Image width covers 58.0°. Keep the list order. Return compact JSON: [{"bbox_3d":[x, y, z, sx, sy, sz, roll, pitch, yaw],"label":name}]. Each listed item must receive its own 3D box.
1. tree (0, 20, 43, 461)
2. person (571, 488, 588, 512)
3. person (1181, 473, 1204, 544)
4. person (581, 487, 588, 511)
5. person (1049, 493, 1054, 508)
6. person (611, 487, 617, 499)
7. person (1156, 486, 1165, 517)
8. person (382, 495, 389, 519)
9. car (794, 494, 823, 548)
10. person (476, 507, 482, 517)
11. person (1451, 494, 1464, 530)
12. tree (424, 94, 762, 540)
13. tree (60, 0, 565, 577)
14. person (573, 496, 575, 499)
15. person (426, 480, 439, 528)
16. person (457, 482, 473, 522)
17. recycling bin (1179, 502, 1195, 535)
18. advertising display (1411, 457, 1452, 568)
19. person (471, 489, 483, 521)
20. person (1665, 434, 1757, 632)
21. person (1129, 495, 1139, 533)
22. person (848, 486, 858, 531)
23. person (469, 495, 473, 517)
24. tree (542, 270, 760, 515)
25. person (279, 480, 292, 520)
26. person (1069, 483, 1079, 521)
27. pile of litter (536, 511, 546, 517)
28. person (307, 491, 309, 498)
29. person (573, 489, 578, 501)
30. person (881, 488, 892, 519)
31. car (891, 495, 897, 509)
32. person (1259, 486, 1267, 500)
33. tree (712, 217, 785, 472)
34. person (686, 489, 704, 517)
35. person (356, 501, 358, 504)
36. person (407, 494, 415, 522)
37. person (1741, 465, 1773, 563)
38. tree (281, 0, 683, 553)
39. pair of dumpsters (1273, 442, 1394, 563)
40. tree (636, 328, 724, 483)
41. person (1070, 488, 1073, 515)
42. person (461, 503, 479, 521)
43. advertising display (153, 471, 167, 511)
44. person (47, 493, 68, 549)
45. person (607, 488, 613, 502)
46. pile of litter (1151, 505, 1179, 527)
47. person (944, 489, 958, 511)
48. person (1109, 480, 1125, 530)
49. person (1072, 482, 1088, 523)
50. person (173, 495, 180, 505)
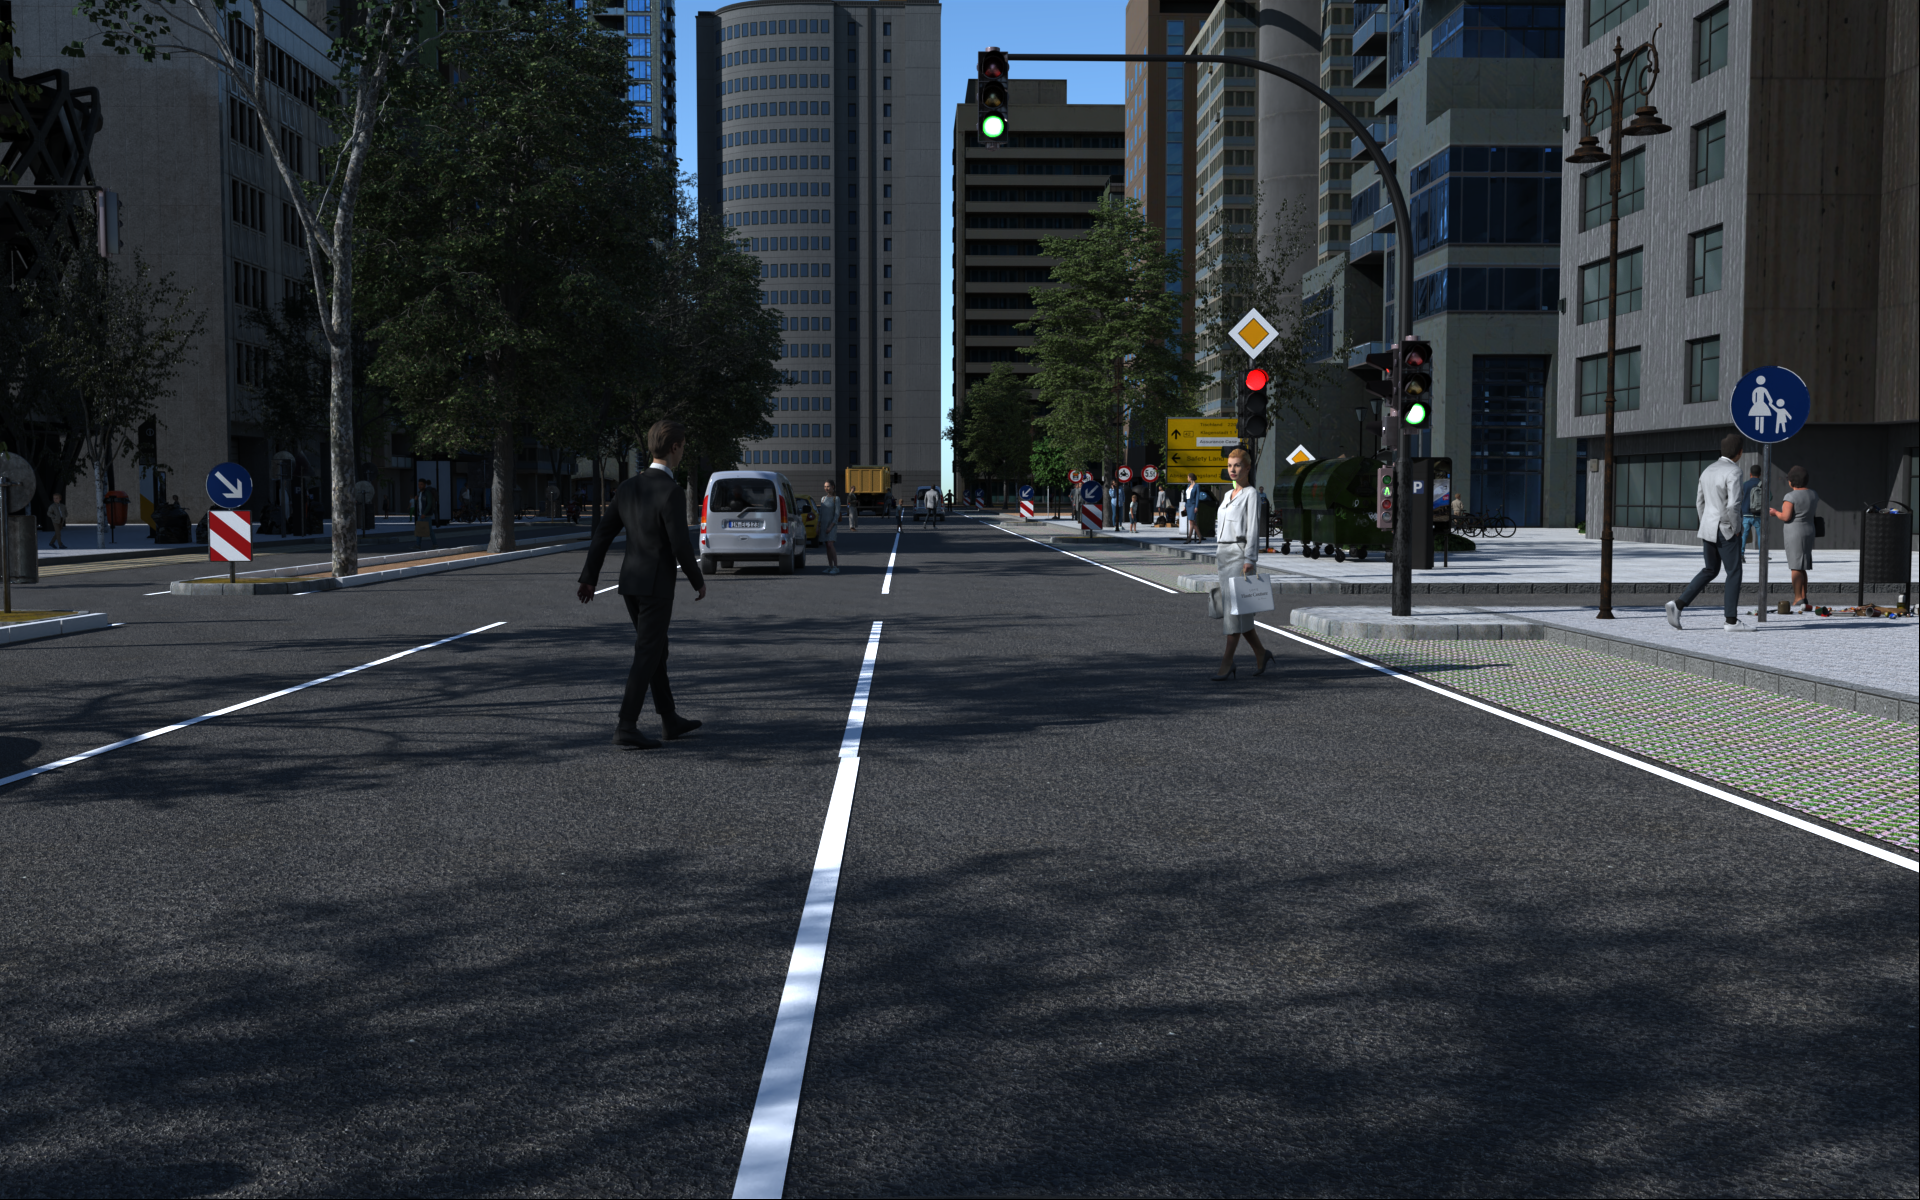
[{"bbox_3d":[-9.970,-3.803,15.004,4.737,8.622,4.395,0,3,0],"label":"tree"},{"bbox_3d":[-27.714,-7.298,126.090,1.217,1.736,0.721,-1,4,-10],"label":"person"},{"bbox_3d":[6.024,-2.356,44.581,0.654,1.822,0.581,-1,4,-14],"label":"person"},{"bbox_3d":[-27.679,-7.460,127.880,0.599,1.838,0.709,1,4,18],"label":"person"},{"bbox_3d":[8.449,-9.200,159.700,0.421,1.427,0.697,-2,4,-23],"label":"person"},{"bbox_3d":[-22.672,-6.536,113.715,0.445,1.727,0.742,0,4,3],"label":"person"},{"bbox_3d":[10.476,-5.101,90.194,0.466,1.731,0.760,1,4,13],"label":"person"},{"bbox_3d":[-29.468,-4.780,88.870,0.362,1.253,0.373,2,4,28],"label":"person"},{"bbox_3d":[-4.659,-2.289,47.655,2.015,1.641,3.980,0,4,-2],"label":"car"},{"bbox_3d":[-27.098,-5.323,97.324,0.590,1.304,0.306,3,5,41],"label":"person"},{"bbox_3d":[17.587,-3.116,61.269,0.475,1.303,0.640,1,4,20],"label":"person"},{"bbox_3d":[-11.230,-8.582,53.143,12.009,13.543,11.850,0,3,0],"label":"tree"},{"bbox_3d":[-11.886,-10.510,30.182,12.611,20.169,13.585,0,3,0],"label":"tree"},{"bbox_3d":[-31.328,-8.289,142.284,0.721,1.735,1.217,2,4,27],"label":"person"},{"bbox_3d":[-20.113,-3.657,65.794,0.622,1.834,0.822,-2,4,-27],"label":"person"},{"bbox_3d":[-22.874,-4.520,80.040,0.850,1.850,0.679,1,4,13],"label":"person"},{"bbox_3d":[7.449,-2.595,54.976,0.722,1.027,0.722,-3,5,-41],"label":"recycling bin"},{"bbox_3d":[8.083,-1.527,30.184,0.974,1.923,0.123,-1,4,-9],"label":"advertising display"},{"bbox_3d":[-23.535,-4.791,84.180,0.447,1.846,0.655,3,5,44],"label":"person"},{"bbox_3d":[7.054,-0.630,16.187,0.795,1.843,0.661,0,4,-5],"label":"person"},{"bbox_3d":[5.720,-2.822,56.874,0.332,1.250,0.352,-1,4,-14],"label":"person"},{"bbox_3d":[-4.090,-3.522,66.641,0.362,1.759,0.519,1,4,18],"label":"person"},{"bbox_3d":[-26.816,-5.307,95.405,0.503,1.515,0.523,-1,4,-9],"label":"person"},{"bbox_3d":[-11.636,-7.839,65.032,8.767,10.594,7.601,0,4,-2],"label":"tree"},{"bbox_3d":[-26.406,-3.769,67.550,0.818,1.842,0.514,-2,4,-24],"label":"person"},{"bbox_3d":[5.644,-4.768,84.092,0.635,1.810,0.391,-2,4,-24],"label":"person"},{"bbox_3d":[-23.512,-5.145,98.088,1.176,0.858,1.719,0,4,-2],"label":"pile of litter"},{"bbox_3d":[-23.759,-3.446,63.064,0.598,1.740,0.731,1,4,21],"label":"person"},{"bbox_3d":[-32.375,-8.509,145.870,0.721,1.736,1.217,0,4,0],"label":"person"},{"bbox_3d":[-4.278,-5.643,101.030,0.573,1.790,0.520,2,4,35],"label":"person"},{"bbox_3d":[-7.189,-9.693,171.066,1.945,1.354,3.894,0,4,-3],"label":"car"},{"bbox_3d":[12.443,-3.892,71.490,0.589,1.601,0.330,0,4,5],"label":"person"},{"bbox_3d":[-12.379,-10.418,79.444,9.857,13.997,8.962,0,3,0],"label":"tree"},{"bbox_3d":[-16.313,-6.010,106.908,1.348,1.807,0.705,2,4,30],"label":"person"},{"bbox_3d":[-26.642,-4.255,75.825,1.509,1.804,0.699,3,5,44],"label":"person"},{"bbox_3d":[-24.822,-4.182,78.671,0.590,1.304,0.306,0,4,3],"label":"person"},{"bbox_3d":[14.665,-1.594,32.096,0.713,1.824,0.794,-2,4,-30],"label":"person"},{"bbox_3d":[-11.127,-8.110,41.712,9.857,13.997,8.962,0,3,0],"label":"tree"},{"bbox_3d":[7.456,-1.950,34.383,1.574,2.255,4.437,0,4,-2],"label":"pair of dumpsters"},{"bbox_3d":[-11.950,-7.315,72.421,4.360,8.622,3.978,0,3,0],"label":"tree"},{"bbox_3d":[6.911,-6.076,106.847,0.415,1.643,0.593,0,4,-8],"label":"person"},{"bbox_3d":[-23.105,-4.276,81.458,0.738,1.151,1.012,3,5,40],"label":"person"},{"bbox_3d":[-22.458,-2.656,48.635,0.123,1.923,0.974,-1,4,-12],"label":"advertising display"},{"bbox_3d":[-21.128,-1.851,40.585,0.640,1.303,0.475,1,4,20],"label":"person"},{"bbox_3d":[-31.807,-9.313,158.324,0.705,1.822,1.348,2,4,31],"label":"person"},{"bbox_3d":[8.236,-3.237,66.887,1.719,0.858,1.176,1,4,8],"label":"pile of litter"},{"bbox_3d":[-0.842,-8.308,144.351,1.348,1.823,0.705,-1,4,-20],"label":"person"},{"bbox_3d":[5.626,-3.402,61.925,0.793,1.790,0.793,3,5,40],"label":"person"},{"bbox_3d":[5.216,-4.227,75.254,0.694,1.812,0.767,1,4,19],"label":"person"},{"bbox_3d":[-29.753,-3.362,65.674,0.373,1.253,0.362,-3,4,-38],"label":"person"}]
